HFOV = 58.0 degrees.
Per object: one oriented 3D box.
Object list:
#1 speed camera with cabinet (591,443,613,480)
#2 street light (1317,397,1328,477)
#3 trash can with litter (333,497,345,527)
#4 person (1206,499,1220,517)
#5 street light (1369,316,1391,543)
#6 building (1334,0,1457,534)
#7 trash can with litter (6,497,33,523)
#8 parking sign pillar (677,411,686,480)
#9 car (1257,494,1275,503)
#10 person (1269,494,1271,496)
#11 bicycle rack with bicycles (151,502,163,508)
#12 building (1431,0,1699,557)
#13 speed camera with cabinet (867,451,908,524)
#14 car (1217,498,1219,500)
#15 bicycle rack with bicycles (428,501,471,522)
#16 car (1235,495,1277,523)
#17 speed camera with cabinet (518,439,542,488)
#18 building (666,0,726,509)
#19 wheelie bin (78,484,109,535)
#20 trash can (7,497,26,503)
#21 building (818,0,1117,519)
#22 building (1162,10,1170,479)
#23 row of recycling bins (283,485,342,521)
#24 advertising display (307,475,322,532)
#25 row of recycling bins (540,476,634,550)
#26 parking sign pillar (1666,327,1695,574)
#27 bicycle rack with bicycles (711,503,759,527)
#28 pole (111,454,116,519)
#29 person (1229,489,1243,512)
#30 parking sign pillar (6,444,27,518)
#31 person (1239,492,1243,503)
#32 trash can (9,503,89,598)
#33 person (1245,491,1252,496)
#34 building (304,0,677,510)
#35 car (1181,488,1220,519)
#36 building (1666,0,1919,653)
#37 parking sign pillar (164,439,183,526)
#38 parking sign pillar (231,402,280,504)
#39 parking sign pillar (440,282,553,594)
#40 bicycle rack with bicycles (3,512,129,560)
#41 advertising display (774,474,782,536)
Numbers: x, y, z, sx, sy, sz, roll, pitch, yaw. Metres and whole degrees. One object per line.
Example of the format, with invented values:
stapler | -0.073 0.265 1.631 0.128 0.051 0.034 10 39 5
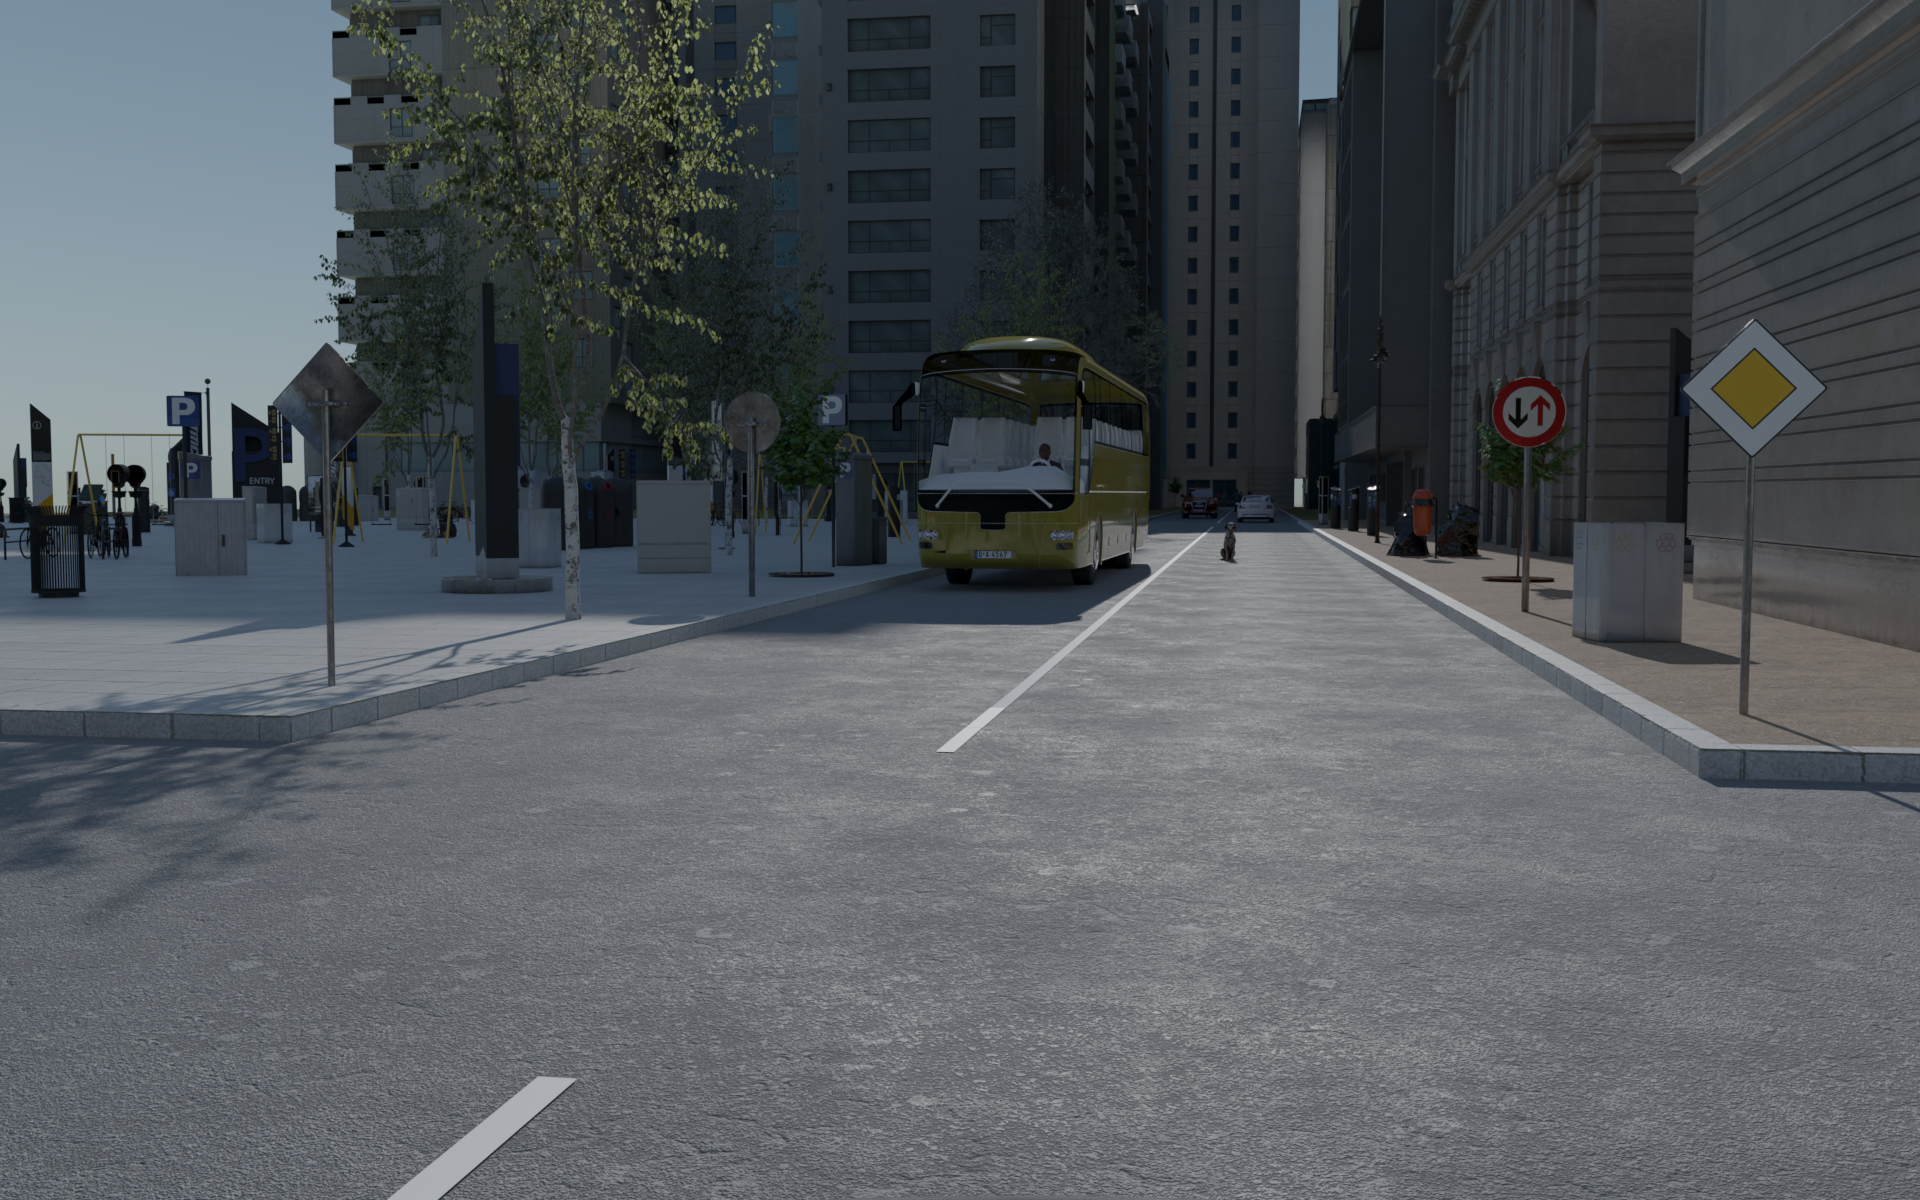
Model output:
speed camera with cabinet | -14.563 -4.503 67.952 2.038 3.252 0.660 2 4 30
street light | 17.293 -6.731 82.840 0.468 5.910 1.993 1 4 10
trash can with litter | -24.147 -3.441 67.651 0.624 1.170 1.055 -1 4 -11
person | 15.485 -6.065 107.677 1.348 1.822 0.705 -1 4 -16
street light | 10.933 -4.429 45.205 0.468 5.910 1.993 1 4 10
building | 22.765 -15.226 68.014 14.314 24.678 30.058 1 4 10
trash can with litter | -42.218 -4.058 77.737 1.055 1.170 0.624 -3 5 -42
parking sign pillar | -9.016 -4.088 55.306 1.447 3.967 1.447 -1 4 -15
car | 21.072 -6.687 121.330 2.014 1.417 4.499 0 4 8
person | 22.971 -7.207 129.564 0.421 1.427 0.697 -2 4 -35
bicycle rack with bicycles | -37.249 -4.189 81.864 2.852 0.926 2.925 0 4 7
building | 19.124 -12.187 41.060 13.314 21.916 24.055 1 4 10
speed camera with cabinet | -3.299 -4.938 75.066 2.038 3.252 0.660 0 4 -4
car | 19.203 -7.753 135.801 2.155 1.783 4.494 1 4 11
bicycle rack with bicycles | -26.461 -4.603 88.641 2.925 0.926 2.852 -3 4 -38
car | 15.006 -4.615 87.815 2.083 1.381 4.827 1 4 10
speed camera with cabinet | -16.000 -4.137 61.977 2.038 3.252 0.660 1 4 14
building | -10.600 -37.391 153.337 28.212 58.520 21.231 1 4 10
wheelie bin | -27.475 -2.875 54.910 0.980 1.594 0.693 0 4 4
trash can | -41.440 -3.942 76.113 0.748 1.137 0.748 0 3 0
building | 0.863 -19.704 93.867 14.160 30.474 14.107 1 4 10
building | 11.065 -30.801 153.714 14.200 45.320 14.600 1 4 10
row of recycling bins | -30.549 -4.608 82.449 3.534 1.692 1.069 -2 4 -28
advertising display | -21.537 -3.244 58.256 0.974 1.923 0.123 1 4 23
row of recycling bins | -8.843 -2.072 40.986 1.069 1.692 3.534 1 4 17
parking sign pillar | 12.204 -2.429 28.194 1.447 3.967 1.447 -1 4 -15
bicycle rack with bicycles | -9.530 -3.435 69.546 2.925 0.926 2.852 -3 5 -43
pole | -42.901 -5.744 87.762 0.158 3.312 0.155 0 3 0
person | 21.981 -7.894 137.558 1.348 1.826 0.705 -1 4 -18
parking sign pillar | -50.474 -6.393 92.996 1.447 3.967 1.447 -3 4 -38
person | 24.374 -8.562 149.960 0.415 1.643 0.593 -3 5 -41
trash can | -11.224 -0.605 21.538 0.748 1.137 0.748 0 3 0
person | 22.378 -7.611 134.408 0.593 1.643 0.415 1 4 9
building | -38.731 -34.553 154.188 27.495 52.752 28.713 1 4 10
car | 14.195 -5.726 102.292 2.281 1.827 5.304 1 4 9
building | 17.759 -10.880 14.043 21.152 22.565 11.583 1 4 10
parking sign pillar | -31.096 -4.940 69.243 1.447 3.967 1.447 1 4 15
parking sign pillar | -20.701 -3.821 50.947 1.447 3.967 1.447 -1 4 -18
parking sign pillar | -6.125 -2.100 22.814 1.447 3.967 1.447 -1 4 -22
bicycle rack with bicycles | -17.743 -1.311 34.815 2.852 0.926 2.925 -1 4 -10
advertising display | -5.658 -2.976 53.879 0.123 1.923 0.974 0 4 2
